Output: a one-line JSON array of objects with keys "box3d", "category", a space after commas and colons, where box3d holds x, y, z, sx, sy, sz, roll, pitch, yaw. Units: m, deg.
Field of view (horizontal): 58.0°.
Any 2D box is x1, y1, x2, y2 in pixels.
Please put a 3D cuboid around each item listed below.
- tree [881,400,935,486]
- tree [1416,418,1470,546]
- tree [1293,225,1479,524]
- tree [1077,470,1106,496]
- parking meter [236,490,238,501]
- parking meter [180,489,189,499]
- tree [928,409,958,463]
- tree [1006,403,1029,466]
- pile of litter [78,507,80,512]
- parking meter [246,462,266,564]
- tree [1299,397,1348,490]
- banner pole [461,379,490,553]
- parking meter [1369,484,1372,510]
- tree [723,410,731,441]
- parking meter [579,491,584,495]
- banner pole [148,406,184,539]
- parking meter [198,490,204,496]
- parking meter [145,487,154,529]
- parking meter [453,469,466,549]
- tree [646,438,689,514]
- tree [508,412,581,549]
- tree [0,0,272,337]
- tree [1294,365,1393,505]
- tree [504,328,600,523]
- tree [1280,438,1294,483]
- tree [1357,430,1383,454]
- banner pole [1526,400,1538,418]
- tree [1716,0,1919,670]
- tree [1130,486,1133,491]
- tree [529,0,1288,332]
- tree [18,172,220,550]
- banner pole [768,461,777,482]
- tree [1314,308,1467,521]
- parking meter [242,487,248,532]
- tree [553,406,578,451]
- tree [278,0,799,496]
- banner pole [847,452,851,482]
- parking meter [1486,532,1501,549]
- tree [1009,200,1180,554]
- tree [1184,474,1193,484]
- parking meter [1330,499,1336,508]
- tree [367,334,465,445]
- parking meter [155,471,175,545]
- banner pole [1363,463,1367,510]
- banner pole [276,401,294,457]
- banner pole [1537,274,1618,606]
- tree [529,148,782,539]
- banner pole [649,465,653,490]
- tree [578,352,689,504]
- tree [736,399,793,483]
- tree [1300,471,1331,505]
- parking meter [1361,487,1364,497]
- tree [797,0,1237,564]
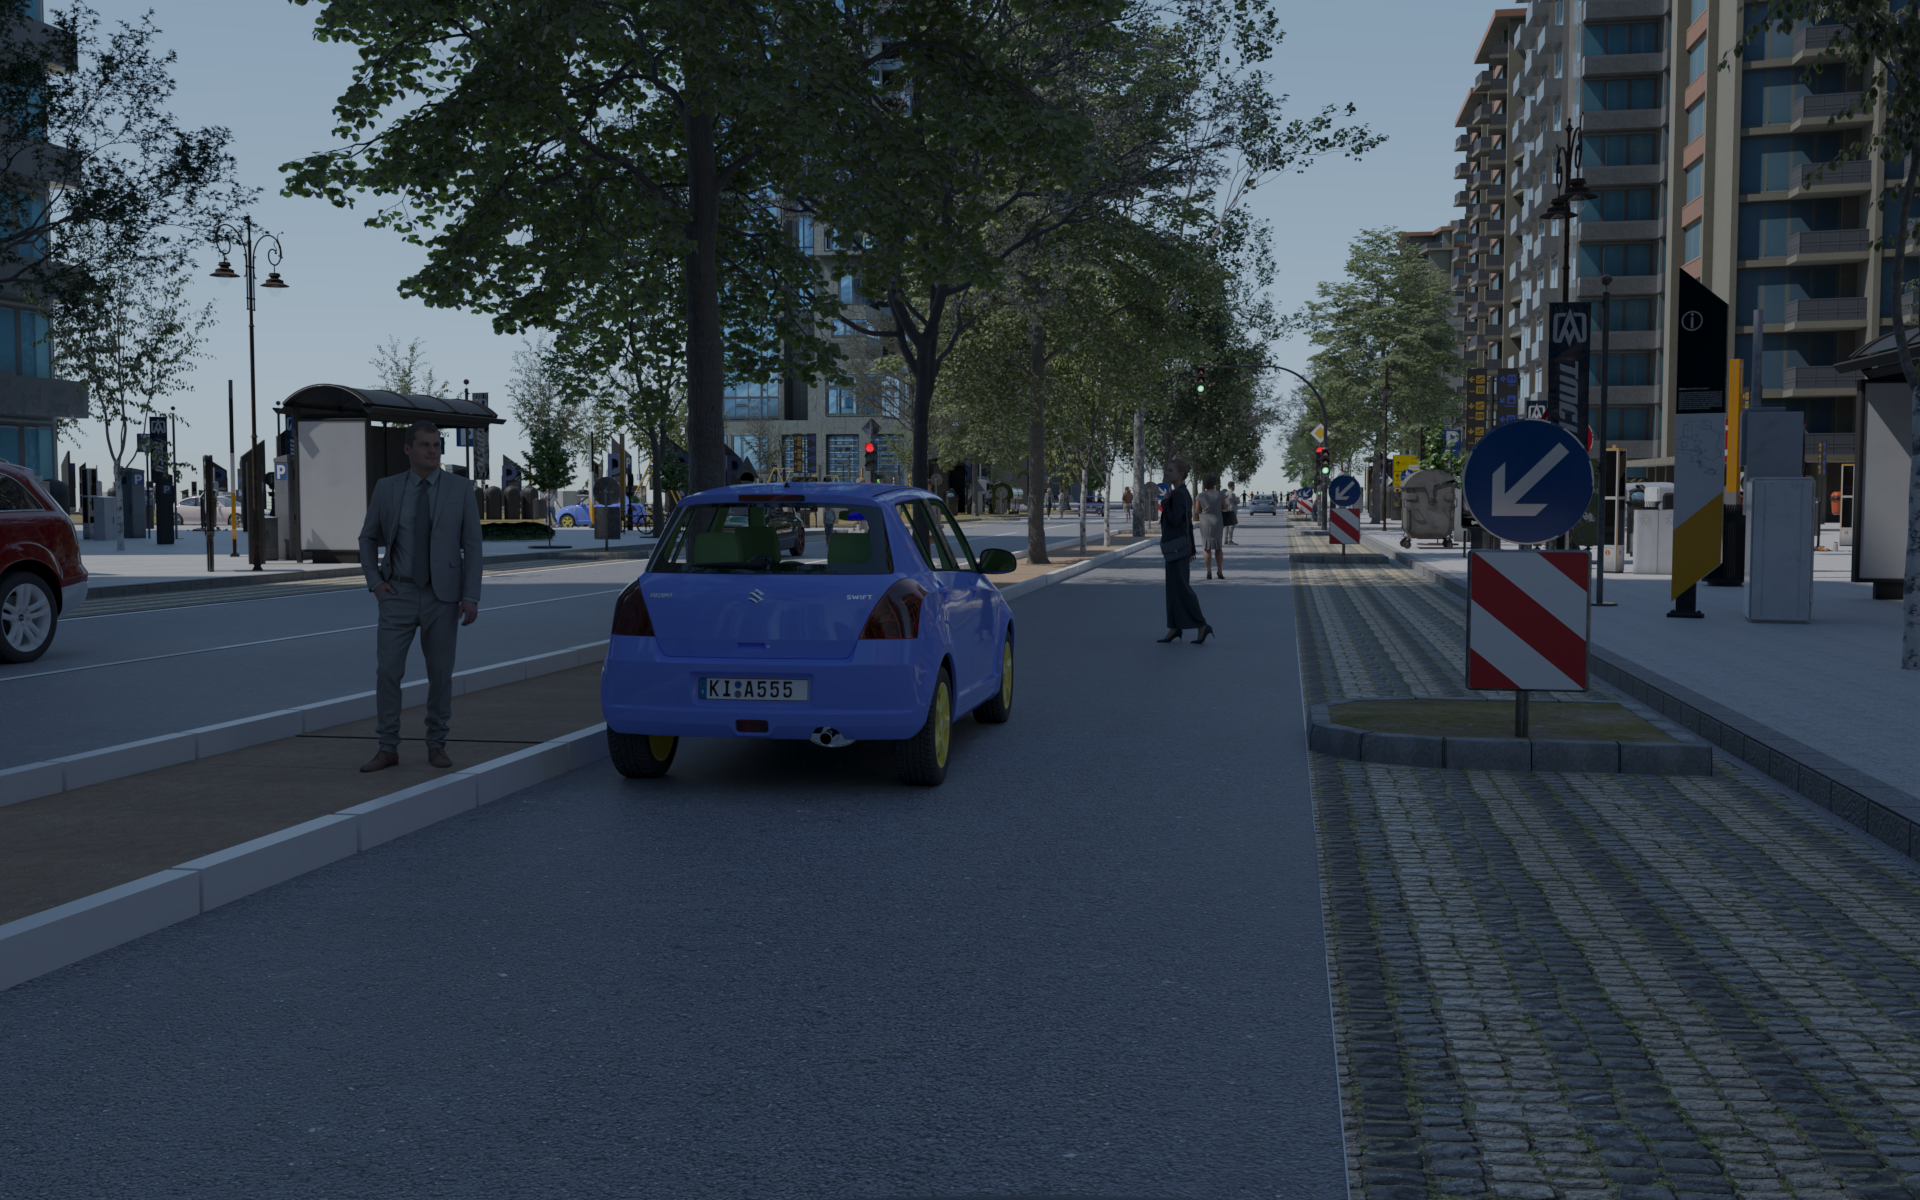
[{"box3d": [-3.609, -11.071, 131.372, 4.737, 8.622, 4.395, 0, 3, 0], "category": "tree"}, {"box3d": [11.891, -2.977, 43.269, 1.663, 3.219, 1.824, 0, 3, 0], "category": "tree"}, {"box3d": [18.163, -9.509, 73.594, 7.486, 12.596, 7.792, 0, 3, 0], "category": "tree"}, {"box3d": [12.131, -10.703, 158.705, 4.285, 4.588, 4.351, 0, 3, 0], "category": "tree"}, {"box3d": [-40.179, -5.393, 96.592, 0.372, 1.533, 0.369, 0, 3, 0], "category": "parking meter"}, {"box3d": [-37.351, -4.590, 83.454, 0.372, 1.533, 0.369, 0, 3, 0], "category": "parking meter"}, {"box3d": [-1.494, -11.740, 142.318, 4.360, 8.622, 3.978, 0, 3, 0], "category": "tree"}, {"box3d": [8.429, -13.539, 138.362, 9.611, 12.733, 9.660, 0, 3, 0], "category": "tree"}, {"box3d": [-61.017, -6.572, 121.416, 1.176, 0.858, 1.719, 2, 4, 35], "category": "pile of litter"}, {"box3d": [-12.898, -1.592, 31.733, 0.255, 1.863, 0.399, -1, 4, -14], "category": "parking meter"}, {"box3d": [26.803, -10.749, 126.103, 4.360, 8.622, 3.978, 0, 3, 0], "category": "tree"}, {"box3d": [-10.529, -2.914, 37.656, 0.863, 3.779, 0.401, 2, 4, 28], "category": "banner pole"}, {"box3d": [22.909, -5.529, 96.117, 0.399, 1.863, 0.255, 1, 4, 13], "category": "parking meter"}, {"box3d": [-15.486, -9.090, 98.984, 4.737, 8.622, 4.395, 0, 3, 0], "category": "tree"}, {"box3d": [-27.724, -7.246, 126.876, 0.372, 1.533, 0.369, 0, 3, 0], "category": "parking meter"}, {"box3d": [-22.582, -3.623, 49.249, 0.863, 3.779, 0.401, -1, 4, -23], "category": "banner pole"}, {"box3d": [-44.688, -5.732, 102.123, 0.372, 1.533, 0.369, 0, 3, 0], "category": "parking meter"}, {"box3d": [-29.781, -3.371, 63.532, 0.372, 1.533, 0.369, 0, 3, 0], "category": "parking meter"}, {"box3d": [-11.723, -2.134, 40.597, 0.399, 1.863, 0.255, 1, 4, 23], "category": "parking meter"}, {"box3d": [-9.904, -3.912, 58.562, 1.663, 3.219, 1.824, 0, 3, 0], "category": "tree"}, {"box3d": [-9.841, -2.832, 40.901, 1.663, 3.219, 1.824, 0, 3, 0], "category": "tree"}, {"box3d": [-13.504, -5.390, 22.541, 8.767, 10.594, 7.601, -2, 4, -33], "category": "tree"}, {"box3d": [29.570, -12.654, 132.646, 9.928, 11.665, 9.643, 0, 3, 0], "category": "tree"}, {"box3d": [-18.392, -7.783, 77.620, 4.360, 8.622, 3.978, 0, 3, 0], "category": "tree"}, {"box3d": [57.336, -22.707, 289.393, 7.486, 12.596, 7.792, 0, 3, 0], "category": "tree"}, {"box3d": [32.086, -14.808, 152.480, 12.009, 13.543, 11.850, 0, 3, 0], "category": "tree"}, {"box3d": [13.681, -3.097, 40.650, 0.863, 3.779, 0.401, 1, 4, 16], "category": "banner pole"}, {"box3d": [7.217, -3.792, 12.357, 4.360, 8.622, 3.978, 0, 3, 0], "category": "tree"}, {"box3d": [21.238, -12.988, 206.954, 1.663, 3.219, 1.824, 0, 3, 0], "category": "tree"}, {"box3d": [-0.571, -6.862, 25.023, 12.009, 13.543, 11.850, 0, 3, 0], "category": "tree"}, {"box3d": [-19.054, -5.431, 39.161, 4.360, 8.622, 3.978, 0, 3, 0], "category": "tree"}, {"box3d": [-14.124, -8.570, 130.131, 0.863, 3.779, 0.401, -1, 4, -13], "category": "banner pole"}, {"box3d": [20.489, -9.057, 82.496, 7.601, 10.594, 8.767, 0, 3, 0], "category": "tree"}, {"box3d": [-24.152, -3.080, 58.770, 0.372, 1.533, 0.369, 0, 3, 0], "category": "parking meter"}, {"box3d": [-20.799, -9.095, 99.061, 4.737, 8.622, 4.395, 0, 3, 0], "category": "tree"}, {"box3d": [-2.196, -5.745, 14.516, 7.486, 12.596, 7.792, 0, 3, 0], "category": "tree"}, {"box3d": [-6.543, -6.856, 102.116, 0.401, 3.779, 0.863, 1, 4, 9], "category": "banner pole"}, {"box3d": [11.333, -1.905, 36.866, 0.399, 1.863, 0.255, 2, 4, 32], "category": "parking meter"}, {"box3d": [2.904, -5.383, 40.830, 4.737, 8.622, 4.395, 0, 3, 0], "category": "tree"}, {"box3d": [39.384, -22.474, 301.858, 7.601, 10.594, 8.767, 0, 4, -8], "category": "tree"}, {"box3d": [23.267, -6.263, 108.110, 0.399, 1.863, 0.255, 1, 4, 19], "category": "parking meter"}, {"box3d": [-25.269, -7.932, 80.049, 4.737, 8.622, 4.395, 0, 3, 0], "category": "tree"}, {"box3d": [-20.242, -2.348, 44.108, 0.255, 1.863, 0.399, 3, 4, 37], "category": "parking meter"}, {"box3d": [32.904, -9.211, 140.608, 0.401, 3.779, 0.863, 1, 4, 23], "category": "banner pole"}, {"box3d": [-18.078, -3.464, 46.656, 0.863, 3.779, 0.401, -2, 4, -29], "category": "banner pole"}, {"box3d": [7.142, -1.827, 19.883, 0.863, 3.779, 0.401, 1, 4, 8], "category": "banner pole"}, {"box3d": [-8.830, -7.621, 50.362, 9.928, 11.665, 9.643, 0, 3, 0], "category": "tree"}, {"box3d": [-22.991, -8.560, 129.972, 0.401, 3.779, 0.863, 3, 5, 44], "category": "banner pole"}, {"box3d": [-15.984, -8.413, 87.912, 4.737, 8.622, 4.395, 0, 3, 0], "category": "tree"}, {"box3d": [-15.274, -11.304, 135.176, 4.360, 8.622, 3.978, 0, 3, 0], "category": "tree"}, {"box3d": [54.304, -17.454, 269.078, 4.285, 4.588, 4.351, 0, 3, 0], "category": "tree"}, {"box3d": [32.855, -8.312, 141.617, 0.255, 1.863, 0.399, 1, 4, 11], "category": "parking meter"}, {"box3d": [1.604, -6.976, 34.646, 7.486, 12.596, 7.792, 0, 3, 0], "category": "tree"}]
